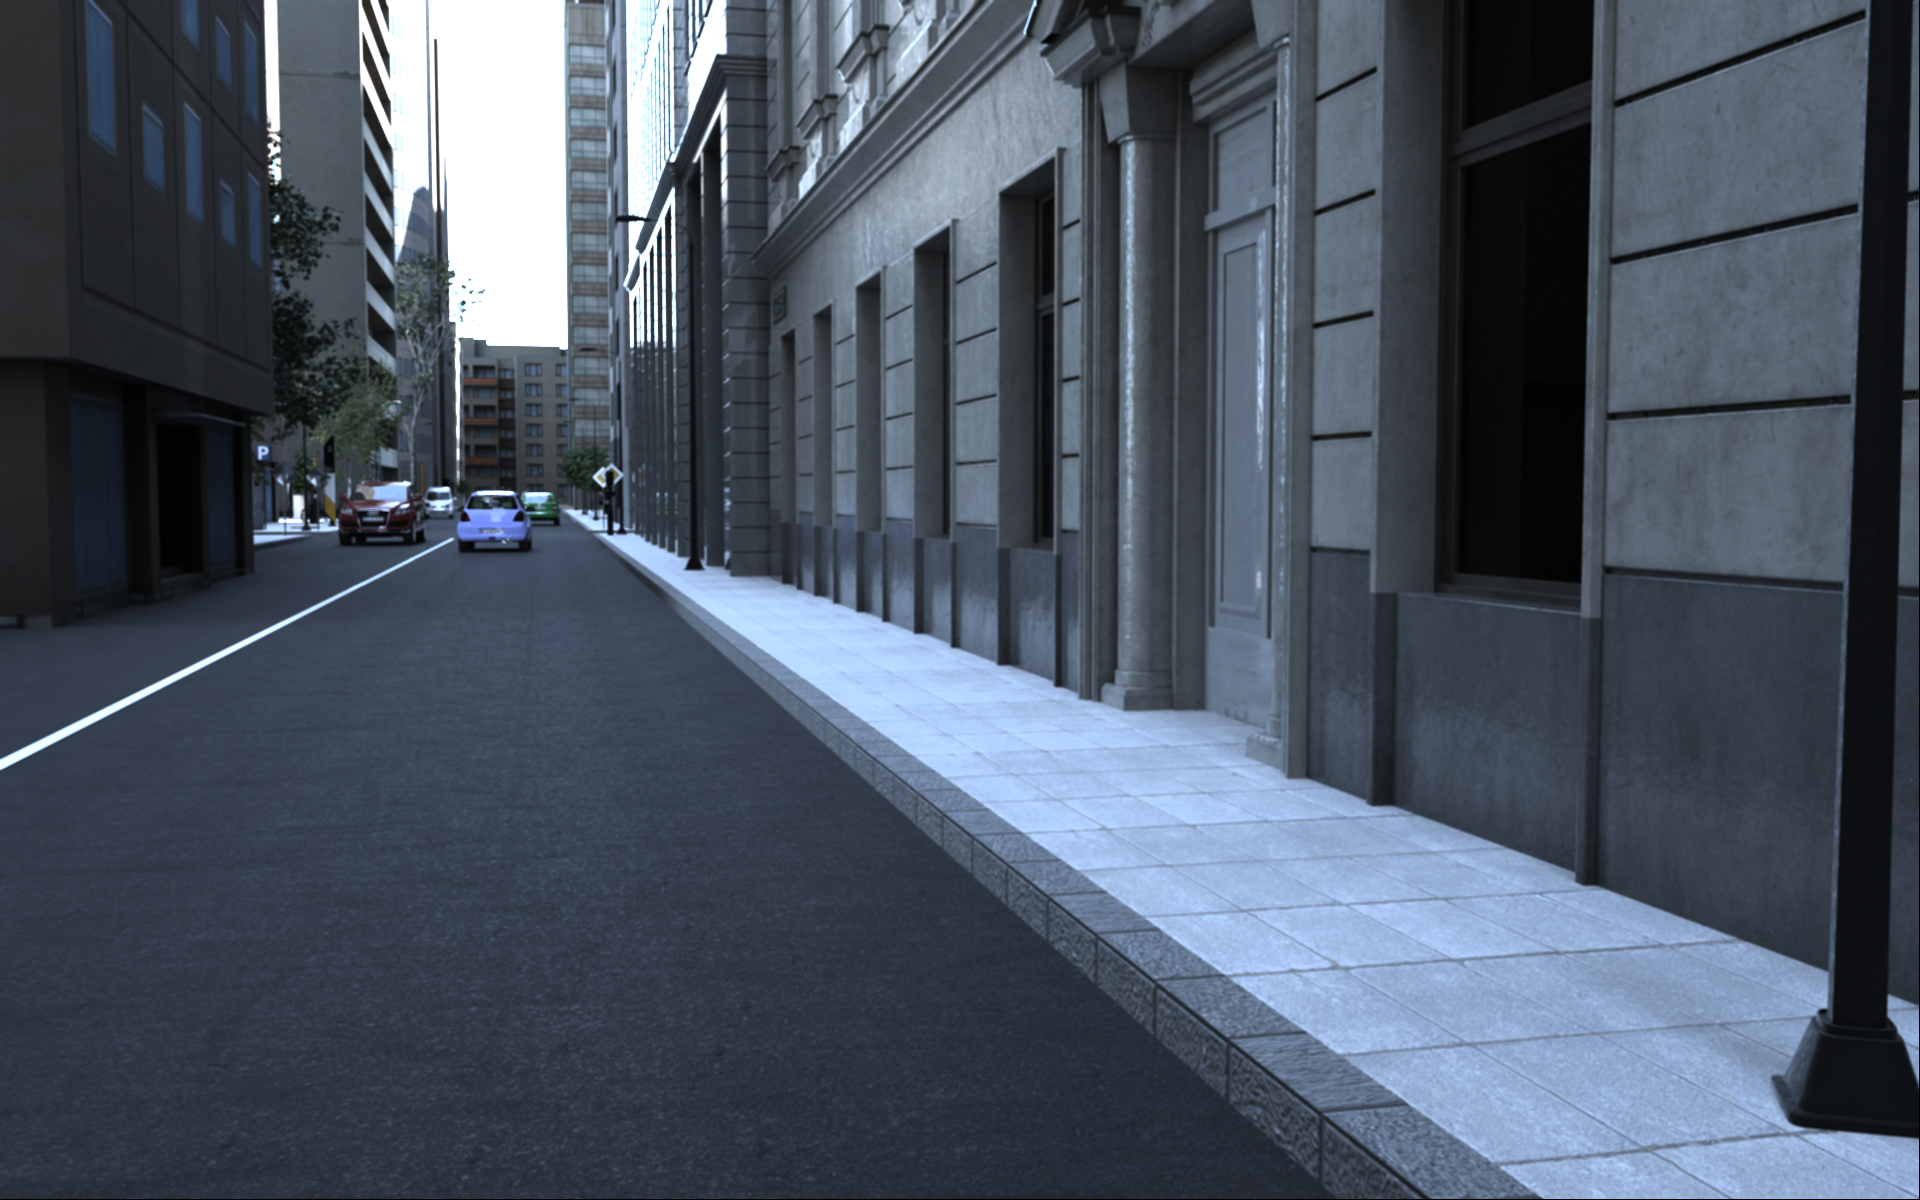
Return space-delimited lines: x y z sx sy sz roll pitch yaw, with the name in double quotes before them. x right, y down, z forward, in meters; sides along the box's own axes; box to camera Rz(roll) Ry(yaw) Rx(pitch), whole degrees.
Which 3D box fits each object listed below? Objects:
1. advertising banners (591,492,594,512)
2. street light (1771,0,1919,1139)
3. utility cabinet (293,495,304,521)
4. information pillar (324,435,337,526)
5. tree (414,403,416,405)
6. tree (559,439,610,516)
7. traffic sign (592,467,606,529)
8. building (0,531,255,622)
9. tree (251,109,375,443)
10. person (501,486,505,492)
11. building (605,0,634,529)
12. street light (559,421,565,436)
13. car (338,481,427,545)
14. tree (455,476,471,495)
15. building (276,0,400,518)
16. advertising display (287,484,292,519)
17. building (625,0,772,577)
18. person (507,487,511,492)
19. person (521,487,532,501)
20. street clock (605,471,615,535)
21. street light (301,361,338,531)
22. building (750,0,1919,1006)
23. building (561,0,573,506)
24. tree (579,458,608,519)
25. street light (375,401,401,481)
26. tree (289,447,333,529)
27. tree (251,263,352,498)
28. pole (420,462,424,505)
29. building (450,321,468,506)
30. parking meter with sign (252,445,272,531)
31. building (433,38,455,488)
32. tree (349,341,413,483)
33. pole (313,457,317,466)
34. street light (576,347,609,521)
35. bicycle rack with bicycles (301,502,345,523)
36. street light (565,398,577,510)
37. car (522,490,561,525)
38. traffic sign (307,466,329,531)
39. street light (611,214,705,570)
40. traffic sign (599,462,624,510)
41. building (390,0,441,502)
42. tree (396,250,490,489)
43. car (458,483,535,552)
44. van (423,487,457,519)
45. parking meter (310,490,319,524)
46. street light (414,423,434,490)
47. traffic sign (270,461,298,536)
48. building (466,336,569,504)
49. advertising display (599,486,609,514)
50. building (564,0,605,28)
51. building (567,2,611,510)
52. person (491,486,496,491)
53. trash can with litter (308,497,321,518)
"advertising banners" -25.870 -7.676 121.683 0.090 3.025 2.074 -1 4 -16
"street light" 1.333 -1.882 3.306 1.470 5.913 1.316 -1 4 -14
"utility cabinet" -32.154 -4.476 84.337 0.306 1.237 1.020 -3 4 -38
"information pillar" -25.084 -4.746 68.952 0.504 3.616 0.183 2 4 25
"tree" -30.693 -8.571 90.493 4.737 8.622 4.395 0 3 0
"tree" -22.442 -7.372 104.242 4.285 4.588 4.351 0 3 0
"traffic sign" -12.942 -3.622 62.857 0.795 2.450 0.064 -1 4 -14
"building" -17.625 -22.749 22.062 14.600 45.320 14.200 -1 4 -14
"tree" -18.348 -7.453 38.863 9.611 12.733 9.660 0 3 0
"person" -20.424 -4.198 77.551 0.576 1.772 0.534 -2 4 -28
"building" -4.383 -38.827 73.069 20.611 71.187 20.563 -1 4 -14
"street light" -24.395 -8.384 109.620 1.470 5.913 1.316 -1 4 -14
"car" -16.714 -2.544 50.274 2.281 1.827 5.304 -1 4 -12
"tree" -51.648 -11.339 179.986 1.663 3.219 1.824 0 3 0
"building" -45.382 -29.246 101.879 21.300 48.544 21.600 -1 4 -14
"advertising display" -34.940 -5.203 90.285 0.123 1.923 0.974 -2 4 -28
"building" -1.777 -16.147 41.503 11.434 29.767 29.804 -1 4 -14
"person" -26.926 -5.814 103.336 0.755 1.850 0.659 0 4 -3
"person" -23.860 -5.331 95.512 0.661 1.843 0.795 -2 4 -26
"street clock" -10.911 -3.023 54.002 0.358 2.002 0.471 -1 4 -10
"street light" -22.304 -5.376 60.445 1.470 5.913 1.316 -1 4 -14
"building" 9.813 -14.062 6.330 17.030 29.872 44.131 -1 4 -14
"building" -34.324 -40.103 197.677 21.231 58.520 28.212 -1 4 -14
"tree" -18.941 -5.895 90.986 1.663 3.219 1.824 0 3 0
"street light" -28.676 -6.983 86.716 1.470 5.913 1.316 -1 4 -14
"tree" -24.500 -4.284 64.651 1.663 3.219 1.824 0 3 0
"tree" -20.415 -6.052 49.319 4.737 8.622 4.395 0 3 0
"pole" -34.747 -7.215 111.814 0.158 3.312 0.155 0 3 0
"building" -70.301 -21.155 190.926 28.899 21.520 27.650 -1 4 -14
"parking meter with sign" -24.975 -3.966 61.100 0.543 3.016 1.738 0 4 8
"building" -56.550 -31.574 166.350 14.600 45.320 14.200 -1 4 -14
"tree" -29.345 -8.076 82.400 4.737 8.622 4.395 0 3 0
"pole" -35.056 -6.137 94.189 0.158 3.312 0.155 0 3 0
"street light" -11.324 -5.042 54.985 1.470 5.913 1.316 -1 4 -14
"bicycle rack with bicycles" -28.578 -3.990 78.624 2.925 0.926 2.852 -2 4 -30
"street light" -18.214 -6.808 83.845 1.470 5.913 1.316 -1 4 -14
"car" -19.562 -4.394 80.640 1.959 1.807 4.718 -1 4 -13
"traffic sign" -22.469 -3.483 60.589 0.795 2.450 0.064 -1 4 -14
"street light" -5.027 -3.455 29.038 1.470 5.913 1.316 -1 4 -14
"traffic sign" -11.070 -3.147 55.094 0.795 2.450 0.064 -1 4 -14
"building" -55.354 -36.819 143.981 21.231 58.520 28.212 -1 4 -14
"tree" -40.440 -16.400 124.027 12.611 20.169 13.585 0 3 0
"car" -11.883 -2.126 44.356 1.945 1.707 3.694 -1 4 -12
"van" -30.544 -5.781 101.523 2.013 2.044 4.112 -1 4 -15
"parking meter" -27.874 -4.059 74.779 0.372 1.533 0.369 0 3 0
"street light" -34.822 -8.562 112.524 1.470 5.913 1.316 -1 4 -14
"traffic sign" -20.597 -3.008 52.826 0.795 2.450 0.064 -1 4 -14
"building" -63.865 -23.403 227.672 28.899 21.520 27.650 -1 4 -14
"advertising display" -22.274 -6.343 108.915 0.974 1.923 0.123 -1 4 -15
"building" -23.998 -35.608 171.436 28.713 52.752 27.495 -1 4 -14
"building" -26.575 -28.516 149.825 14.154 41.232 14.086 -1 4 -14
"person" -22.284 -4.545 82.827 0.388 1.821 0.555 3 4 38
"trash can with litter" -34.752 -4.971 92.670 1.055 1.170 0.624 1 4 18
